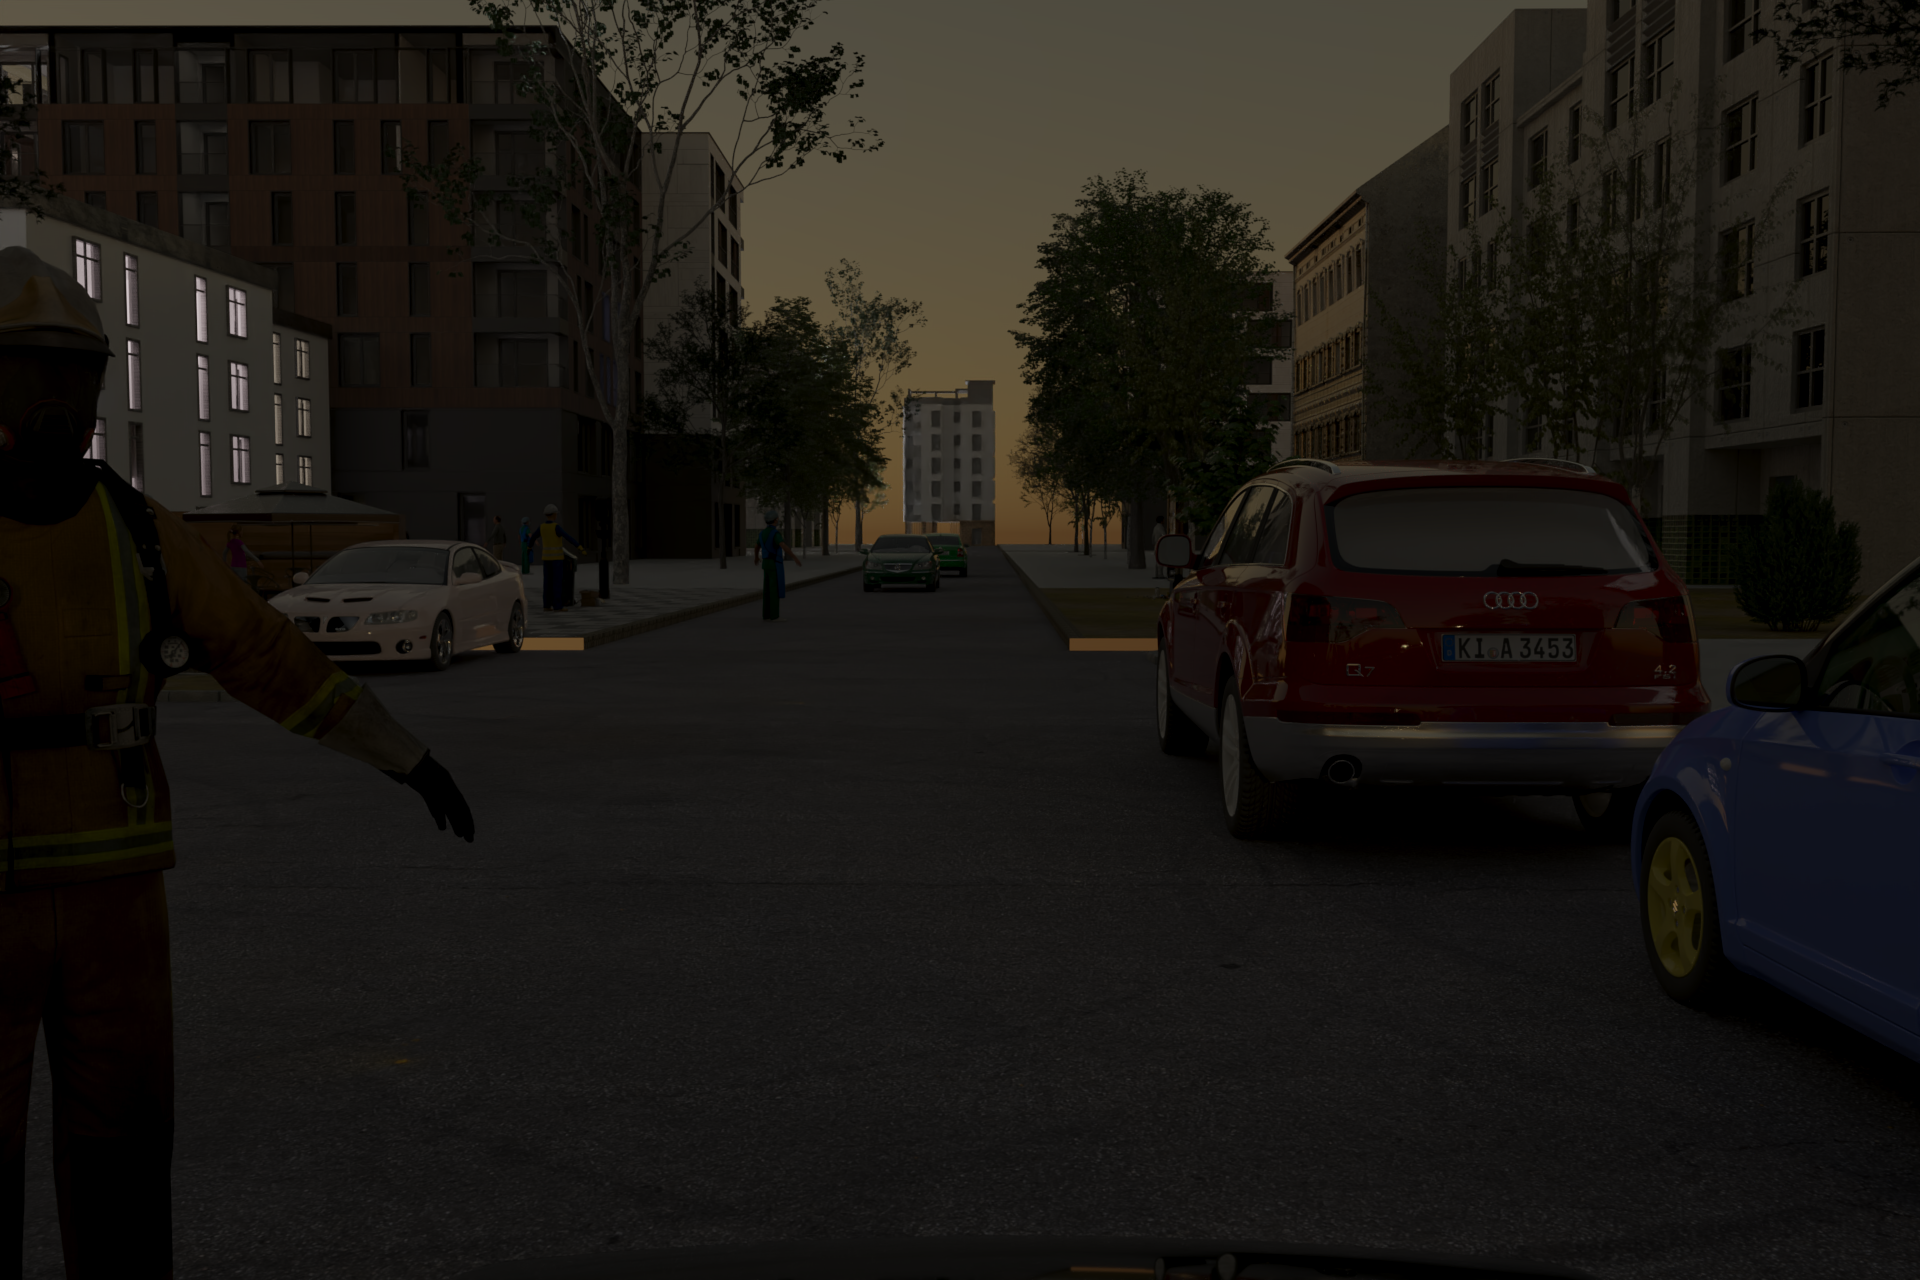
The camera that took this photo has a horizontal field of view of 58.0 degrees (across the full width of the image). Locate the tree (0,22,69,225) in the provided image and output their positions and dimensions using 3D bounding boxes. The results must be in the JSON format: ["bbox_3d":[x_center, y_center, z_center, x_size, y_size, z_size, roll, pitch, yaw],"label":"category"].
[{"bbox_3d":[-12.619,-5.006,16.263,8.767,10.594,7.601,0,4,-7],"label":"tree"}]

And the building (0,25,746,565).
[{"bbox_3d":[-26.667,-14.819,86.271,27.936,21.610,32.646,0,3,0],"label":"building"}]

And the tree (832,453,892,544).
[{"bbox_3d":[-12.331,-17.610,213.678,9.928,11.665,9.643,0,3,0],"label":"tree"}]

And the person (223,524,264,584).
[{"bbox_3d":[-10.959,-1.050,26.436,0.991,1.433,0.599,2,4,34],"label":"person"}]

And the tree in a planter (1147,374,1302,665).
[{"bbox_3d":[3.134,-1.356,19.389,1.991,3.239,1.994,0,3,0],"label":"tree in a planter"}]

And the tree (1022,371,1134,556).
[{"bbox_3d":[7.579,-10.893,103.862,9.928,11.665,9.643,0,3,0],"label":"tree"}]

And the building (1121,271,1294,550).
[{"bbox_3d":[27.899,-18.784,151.087,27.936,21.610,32.646,0,4,1],"label":"building"}]

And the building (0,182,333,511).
[{"bbox_3d":[-26.336,-6.941,55.633,9.099,9.664,28.070,0,4,2],"label":"building"}]

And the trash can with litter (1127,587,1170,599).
[{"bbox_3d":[4.196,-1.407,34.066,1.678,1.210,2.233,0,4,0],"label":"trash can with litter"}]

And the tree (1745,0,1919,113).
[{"bbox_3d":[8.924,-4.657,10.560,7.601,10.594,8.767,-2,4,-25],"label":"tree"}]

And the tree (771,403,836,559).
[{"bbox_3d":[-8.185,-8.561,90.340,4.737,8.622,4.395,0,3,0],"label":"tree"}]

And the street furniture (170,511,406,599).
[{"bbox_3d":[-15.685,-1.887,37.702,11.010,1.723,9.812,-1,4,-13],"label":"street furniture"}]

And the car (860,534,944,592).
[{"bbox_3d":[-1.468,-1.999,44.483,2.131,1.459,4.920,0,4,1],"label":"car"}]

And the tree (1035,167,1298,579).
[{"bbox_3d":[6.006,-7.559,49.353,9.928,11.665,9.643,0,3,0],"label":"tree"}]

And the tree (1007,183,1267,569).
[{"bbox_3d":[6.607,-9.586,63.391,9.857,13.997,8.962,0,3,0],"label":"tree"}]

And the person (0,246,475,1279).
[{"bbox_3d":[-1.390,0.343,2.612,0.705,1.858,1.354,3,5,44],"label":"person"}]

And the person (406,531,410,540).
[{"bbox_3d":[-17.962,-3.026,55.407,0.705,1.837,1.347,1,4,17],"label":"person"}]

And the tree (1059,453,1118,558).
[{"bbox_3d":[7.267,-8.836,94.832,4.737,8.622,4.395,0,3,0],"label":"tree"}]

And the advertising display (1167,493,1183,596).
[{"bbox_3d":[3.147,-1.231,25.334,0.123,1.923,0.974,0,4,1],"label":"advertising display"}]

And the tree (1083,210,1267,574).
[{"bbox_3d":[4.984,-5.396,38.593,4.737,8.622,4.395,0,3,0],"label":"tree"}]

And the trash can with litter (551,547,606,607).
[{"bbox_3d":[-6.832,-1.183,30.721,1.055,1.170,0.624,0,4,2],"label":"trash can with litter"}]

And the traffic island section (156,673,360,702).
[{"bbox_3d":[-6.642,0.432,15.802,1.991,0.108,1.994,0,4,1],"label":"traffic island section"}]

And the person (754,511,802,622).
[{"bbox_3d":[-3.046,-1.209,28.346,0.704,1.817,1.347,-3,4,-38],"label":"person"}]

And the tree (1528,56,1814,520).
[{"bbox_3d":[10.623,-4.730,27.706,4.360,8.622,3.978,0,3,0],"label":"tree"}]

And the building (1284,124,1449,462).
[{"bbox_3d":[27.226,-15.546,85.112,19.493,23.208,18.063,0,4,1],"label":"building"}]

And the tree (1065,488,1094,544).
[{"bbox_3d":[15.284,-16.394,218.396,4.737,8.622,4.395,0,3,0],"label":"tree"}]

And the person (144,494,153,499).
[{"bbox_3d":[-11.417,-1.127,24.279,0.705,1.847,1.347,0,4,7],"label":"person"}]

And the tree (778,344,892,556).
[{"bbox_3d":[-7.929,-11.289,102.705,7.486,12.596,7.792,0,3,0],"label":"tree"}]

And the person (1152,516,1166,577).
[{"bbox_3d":[5.779,-2.666,49.781,0.705,1.806,1.347,-1,4,-16],"label":"person"}]

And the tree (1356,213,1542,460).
[{"bbox_3d":[11.226,-5.427,39.093,4.737,8.622,4.395,0,3,0],"label":"tree"}]

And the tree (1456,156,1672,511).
[{"bbox_3d":[11.839,-5.100,33.746,4.737,8.622,4.395,0,3,0],"label":"tree"}]

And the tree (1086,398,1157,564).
[{"bbox_3d":[7.134,-7.505,73.064,4.737,8.622,4.395,0,3,0],"label":"tree"}]

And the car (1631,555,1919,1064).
[{"bbox_3d":[2.985,0.332,4.159,1.945,1.707,3.694,0,4,1],"label":"car"}]

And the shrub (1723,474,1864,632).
[{"bbox_3d":[11.028,-1.155,22.923,1.661,2.075,1.752,0,3,0],"label":"shrub"}]

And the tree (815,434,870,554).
[{"bbox_3d":[-8.047,-9.848,111.385,4.360,8.622,3.978,0,3,0],"label":"tree"}]

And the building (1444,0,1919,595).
[{"bbox_3d":[26.833,-11.301,51.225,16.747,18.905,31.486,0,4,1],"label":"building"}]

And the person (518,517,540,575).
[{"bbox_3d":[-13.609,-2.957,54.470,0.704,1.817,1.347,-3,4,-39],"label":"person"}]

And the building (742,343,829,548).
[{"bbox_3d":[-23.161,-18.756,173.118,16.747,18.905,31.486,0,4,2],"label":"building"}]

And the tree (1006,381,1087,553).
[{"bbox_3d":[8.249,-12.865,120.719,12.009,13.543,11.850,0,3,0],"label":"tree"}]

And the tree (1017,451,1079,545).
[{"bbox_3d":[10.903,-17.472,211.415,9.928,11.665,9.643,0,3,0],"label":"tree"}]

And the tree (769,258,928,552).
[{"bbox_3d":[-8.290,-16.271,121.912,12.611,20.169,13.585,0,3,0],"label":"tree"}]

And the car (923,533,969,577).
[{"bbox_3d":[-0.647,-3.062,58.862,1.959,1.807,4.718,0,4,0],"label":"car"}]

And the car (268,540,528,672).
[{"bbox_3d":[-6.276,-0.441,19.580,2.083,1.381,4.827,0,4,1],"label":"car"}]

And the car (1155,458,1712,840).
[{"bbox_3d":[2.293,-0.060,9.654,2.281,1.827,5.304,0,4,1],"label":"car"}]

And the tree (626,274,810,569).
[{"bbox_3d":[-8.979,-7.873,63.142,7.601,10.594,8.767,-3,4,-38],"label":"tree"}]

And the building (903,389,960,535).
[{"bbox_3d":[-6.759,-21.945,217.674,11.380,20.090,16.016,0,4,5],"label":"building"}]

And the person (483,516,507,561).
[{"bbox_3d":[-13.117,-2.618,49.080,0.705,1.796,1.348,1,4,10],"label":"person"}]

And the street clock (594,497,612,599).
[{"bbox_3d":[-7.019,-1.807,34.109,0.358,2.002,0.471,0,4,0],"label":"street clock"}]

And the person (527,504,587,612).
[{"bbox_3d":[-6.700,-1.359,28.691,1.216,1.772,0.721,2,4,26],"label":"person"}]

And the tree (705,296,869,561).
[{"bbox_3d":[-8.192,-10.055,82.528,7.486,12.596,7.792,0,3,0],"label":"tree"}]

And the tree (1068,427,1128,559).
[{"bbox_3d":[7.457,-8.422,88.066,4.360,8.622,3.978,0,3,0],"label":"tree"}]

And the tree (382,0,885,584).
[{"bbox_3d":[-8.337,-11.575,45.148,12.611,20.169,13.585,0,3,0],"label":"tree"}]
